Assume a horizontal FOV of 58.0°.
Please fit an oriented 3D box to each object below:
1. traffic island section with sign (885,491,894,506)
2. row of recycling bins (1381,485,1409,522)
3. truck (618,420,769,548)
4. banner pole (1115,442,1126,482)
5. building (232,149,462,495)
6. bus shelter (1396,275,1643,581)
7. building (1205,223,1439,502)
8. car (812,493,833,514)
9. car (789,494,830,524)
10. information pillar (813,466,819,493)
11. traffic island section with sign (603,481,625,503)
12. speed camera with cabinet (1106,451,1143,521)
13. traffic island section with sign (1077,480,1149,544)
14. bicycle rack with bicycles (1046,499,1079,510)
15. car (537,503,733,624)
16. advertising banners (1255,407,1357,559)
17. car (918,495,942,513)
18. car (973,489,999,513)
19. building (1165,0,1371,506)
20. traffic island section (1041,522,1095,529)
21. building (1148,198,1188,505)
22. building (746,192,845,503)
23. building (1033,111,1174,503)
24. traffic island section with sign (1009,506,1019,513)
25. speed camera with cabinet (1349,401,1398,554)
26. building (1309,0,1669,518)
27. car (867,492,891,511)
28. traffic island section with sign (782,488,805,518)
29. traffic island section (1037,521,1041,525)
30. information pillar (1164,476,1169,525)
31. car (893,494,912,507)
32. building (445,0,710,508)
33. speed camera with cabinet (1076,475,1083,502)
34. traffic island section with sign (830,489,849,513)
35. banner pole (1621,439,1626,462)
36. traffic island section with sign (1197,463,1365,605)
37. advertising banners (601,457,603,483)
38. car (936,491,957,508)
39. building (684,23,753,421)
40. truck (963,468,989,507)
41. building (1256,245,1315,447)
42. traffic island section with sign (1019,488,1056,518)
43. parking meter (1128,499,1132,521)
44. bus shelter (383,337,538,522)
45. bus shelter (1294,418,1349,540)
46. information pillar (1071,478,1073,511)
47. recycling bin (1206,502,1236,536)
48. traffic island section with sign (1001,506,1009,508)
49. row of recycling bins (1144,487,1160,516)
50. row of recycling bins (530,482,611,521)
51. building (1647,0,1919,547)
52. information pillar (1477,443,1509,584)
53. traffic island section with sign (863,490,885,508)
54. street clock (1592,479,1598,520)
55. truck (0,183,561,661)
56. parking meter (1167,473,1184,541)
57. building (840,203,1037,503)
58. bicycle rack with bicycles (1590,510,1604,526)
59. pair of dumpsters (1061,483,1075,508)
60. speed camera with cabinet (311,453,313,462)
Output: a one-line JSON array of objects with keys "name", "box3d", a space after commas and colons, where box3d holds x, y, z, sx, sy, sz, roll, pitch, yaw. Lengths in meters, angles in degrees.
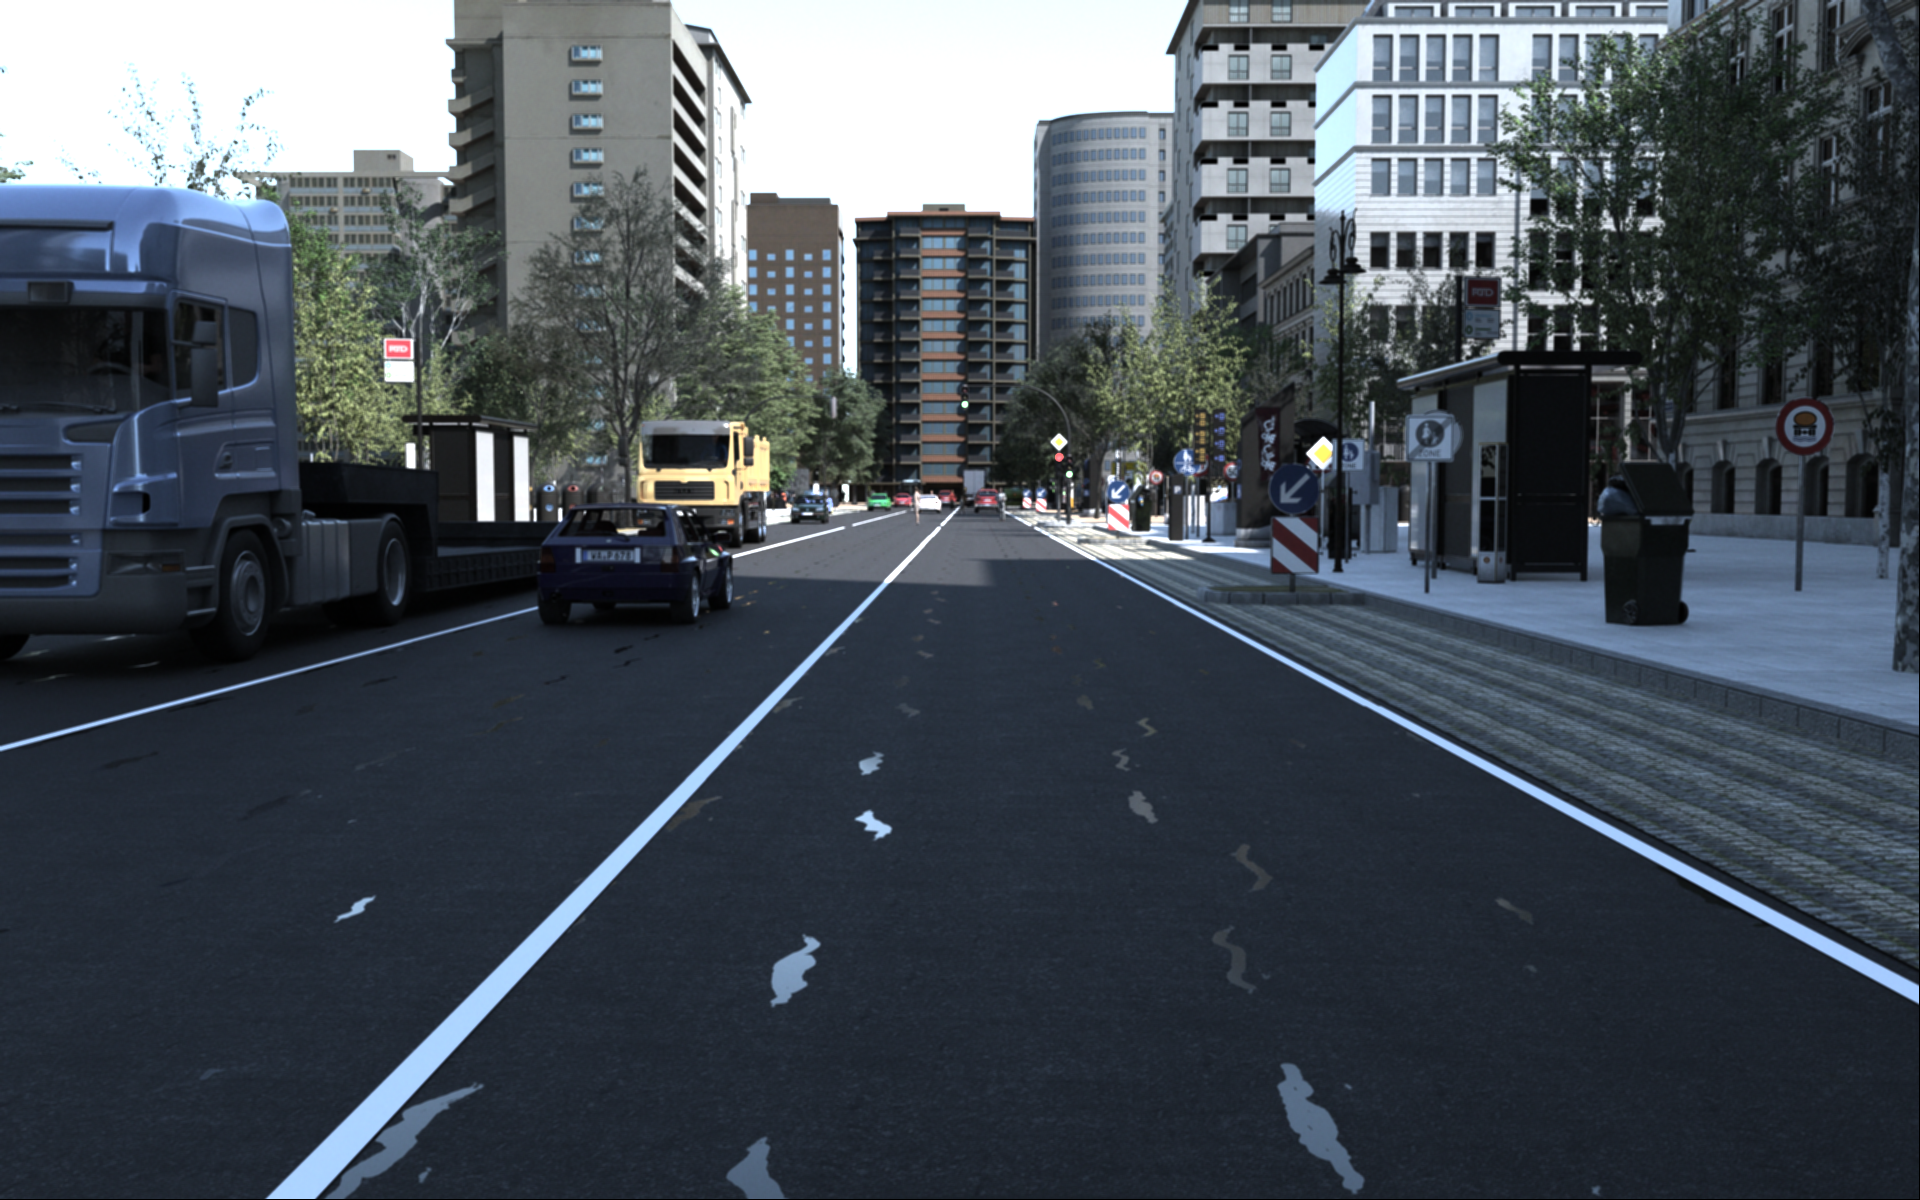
[{"name": "traffic island section with sign", "box3d": [-9.014, -12.342, 210.413, 1.989, 1.847, 2.006, 0, 4, 0]}, {"name": "row of recycling bins", "box3d": [20.209, -4.478, 80.322, 3.534, 1.692, 1.069, 0, 4, -3]}, {"name": "truck", "box3d": [-7.044, -3.187, 48.030, 3.469, 3.379, 9.791, 0, 4, 0]}, {"name": "banner pole", "box3d": [7.712, -5.688, 83.016, 0.863, 3.779, 0.401, -3, 5, -40]}, {"name": "building", "box3d": [-65.905, -31.158, 201.317, 23.993, 40.220, 32.217, 0, 4, 0]}, {"name": "bus shelter", "box3d": [8.922, -3.178, 29.588, 2.179, 5.291, 8.768, 0, 4, 0]}, {"name": "building", "box3d": [28.816, -19.652, 140.372, 14.314, 24.678, 30.058, 0, 4, 0]}, {"name": "car", "box3d": [-9.878, -6.797, 120.718, 1.945, 1.707, 3.694, 0, 4, 2]}, {"name": "car", "box3d": [-7.383, -4.617, 85.279, 2.009, 1.686, 4.222, 0, 4, -1]}, {"name": "information pillar", "box3d": [-12.088, -9.433, 145.590, 0.504, 3.616, 0.183, -2, 4, -33]}, {"name": "traffic island section with sign", "box3d": [-10.114, -2.557, 50.433, 1.989, 1.847, 2.006, 0, 4, 0]}, {"name": "speed camera with cabinet", "box3d": [7.602, -5.257, 80.293, 0.660, 3.252, 2.038, -2, 4, -34]}, {"name": "traffic island section with sign", "box3d": [4.412, -2.539, 50.145, 1.989, 1.847, 2.006, 0, 4, 0]}, {"name": "bicycle rack with bicycles", "box3d": [8.010, -7.590, 137.472, 2.925, 0.926, 2.852, 3, 5, 40]}, {"name": "car", "box3d": [-3.752, -0.484, 20.487, 1.945, 1.354, 3.894, 0, 4, 1]}, {"name": "advertising banners", "box3d": [6.872, -2.345, 34.531, 2.074, 3.025, 0.090, 2, 4, 26]}, {"name": "car", "box3d": [-2.398, -7.337, 132.314, 2.083, 1.381, 4.827, 0, 4, 1]}, {"name": "car", "box3d": [2.130, -7.603, 132.975, 2.281, 1.827, 5.304, 0, 4, 1]}, {"name": "building", "box3d": [36.882, -36.056, 178.748, 28.713, 52.752, 27.495, 0, 4, 0]}, {"name": "traffic island section", "box3d": [4.555, -3.068, 72.449, 2.009, 0.180, 2.903, 0, 4, 0]}, {"name": "building", "box3d": [37.072, -31.387, 205.054, 32.217, 40.220, 23.993, 0, 4, 0]}, {"name": "building", "box3d": [-24.709, -37.268, 259.440, 14.200, 45.320, 14.600, 0, 4, 0]}, {"name": "building", "box3d": [25.440, -44.078, 262.678, 28.212, 58.520, 21.231, 0, 4, 0]}, {"name": "traffic island section with sign", "box3d": [4.976, -7.557, 132.187, 1.989, 1.847, 2.006, 0, 4, 0]}, {"name": "speed camera with cabinet", "box3d": [8.979, -2.653, 37.715, 0.660, 3.252, 2.038, 2, 4, 31]}, {"name": "building", "box3d": [35.817, -19.587, 97.744, 29.804, 29.767, 11.434, 0, 4, 0]}, {"name": "car", "box3d": [-6.864, -8.477, 147.387, 1.959, 1.807, 4.718, 0, 4, 2]}, {"name": "traffic island section with sign", "box3d": [-9.746, -5.916, 105.347, 1.989, 1.847, 2.006, 0, 4, 0]}, {"name": "traffic island section", "box3d": [4.610, -3.557, 80.434, 2.009, 0.180, 2.903, 0, 4, 0]}, {"name": "information pillar", "box3d": [8.695, -4.132, 72.049, 0.304, 2.012, 0.304, -1, 4, -17]}, {"name": "car", "box3d": [-6.189, -10.902, 187.294, 2.155, 1.783, 4.494, 0, 4, 0]}, {"name": "building", "box3d": [-36.310, -33.160, 165.871, 21.300, 48.544, 21.600, 0, 4, 0]}, {"name": "speed camera with cabinet", "box3d": [11.276, -9.713, 153.137, 2.038, 3.252, 0.660, 1, 4, 11]}, {"name": "traffic island section with sign", "box3d": [-9.541, -7.564, 132.301, 1.989, 1.847, 2.006, 0, 4, 0]}, {"name": "banner pole", "box3d": [30.383, -5.471, 79.467, 0.401, 3.779, 0.863, 1, 4, 10]}, {"name": "traffic island section with sign", "box3d": [4.225, -0.891, 23.191, 1.989, 1.847, 2.006, 0, 4, 0]}, {"name": "advertising banners", "box3d": [-16.704, -5.191, 81.054, 0.090, 3.025, 2.074, -1, 4, -14]}, {"name": "car", "box3d": [-1.475, -10.762, 184.631, 2.281, 1.827, 5.304, 0, 4, -1]}, {"name": "building", "box3d": [-39.544, -37.499, 202.344, 27.495, 52.752, 28.713, 0, 4, 0]}, {"name": "truck", "box3d": [1.705, -12.511, 193.460, 2.839, 4.237, 11.283, 0, 4, 2]}, {"name": "building", "box3d": [26.547, -15.336, 115.365, 10.561, 19.102, 19.286, 0, 4, 0]}, {"name": "traffic island section with sign", "box3d": [4.790, -5.909, 105.233, 1.989, 1.847, 2.006, 0, 4, 0]}, {"name": "parking meter", "box3d": [8.026, -4.685, 82.316, 0.255, 1.863, 0.399, 0, 4, 5]}, {"name": "bus shelter", "box3d": [-13.667, -4.253, 47.165, 2.179, 5.291, 8.768, 0, 4, 0]}, {"name": "bus shelter", "box3d": [9.335, -3.358, 48.831, 2.014, 3.302, 5.546, 0, 4, 0]}, {"name": "information pillar", "box3d": [8.284, -8.446, 129.443, 0.183, 3.616, 0.504, 3, 5, 44]}, {"name": "recycling bin", "box3d": [8.099, -2.511, 53.616, 0.722, 1.027, 0.722, -3, 5, -43]}, {"name": "traffic island section with sign", "box3d": [5.308, -10.653, 182.800, 1.989, 1.847, 2.006, 0, 4, 0]}, {"name": "row of recycling bins", "box3d": [11.198, -5.837, 102.552, 1.069, 1.692, 3.534, 0, 4, -4]}, {"name": "row of recycling bins", "box3d": [-14.137, -3.304, 61.134, 3.534, 1.692, 1.069, -2, 4, -23]}, {"name": "building", "box3d": [28.031, -13.498, 39.769, 14.460, 24.649, 34.723, 0, 4, 0]}, {"name": "information pillar", "box3d": [7.657, -1.248, 24.902, 0.304, 2.012, 0.304, 3, 5, 44]}, {"name": "traffic island section with sign", "box3d": [-9.207, -10.693, 183.458, 1.989, 1.847, 2.006, 0, 4, 0]}, {"name": "street clock", "box3d": [30.940, -4.883, 84.406, 0.358, 2.002, 0.471, 1, 4, 21]}, {"name": "truck", "box3d": [-7.360, -1.959, 21.781, 2.967, 4.110, 18.799, 0, 4, -1]}, {"name": "parking meter", "box3d": [5.893, -2.547, 47.358, 0.399, 1.863, 0.255, -1, 4, -10]}, {"name": "building", "box3d": [-3.098, -37.236, 263.439, 28.867, 44.769, 22.147, 0, 4, 0]}, {"name": "bicycle rack with bicycles", "box3d": [26.568, -3.415, 69.214, 2.925, 0.926, 2.852, -1, 4, -9]}, {"name": "pair of dumpsters", "box3d": [9.181, -9.041, 150.320, 1.574, 2.255, 4.437, 0, 4, 0]}, {"name": "speed camera with cabinet", "box3d": [-31.880, -5.472, 83.809, 0.660, 3.252, 2.038, 3, 5, 39]}]
